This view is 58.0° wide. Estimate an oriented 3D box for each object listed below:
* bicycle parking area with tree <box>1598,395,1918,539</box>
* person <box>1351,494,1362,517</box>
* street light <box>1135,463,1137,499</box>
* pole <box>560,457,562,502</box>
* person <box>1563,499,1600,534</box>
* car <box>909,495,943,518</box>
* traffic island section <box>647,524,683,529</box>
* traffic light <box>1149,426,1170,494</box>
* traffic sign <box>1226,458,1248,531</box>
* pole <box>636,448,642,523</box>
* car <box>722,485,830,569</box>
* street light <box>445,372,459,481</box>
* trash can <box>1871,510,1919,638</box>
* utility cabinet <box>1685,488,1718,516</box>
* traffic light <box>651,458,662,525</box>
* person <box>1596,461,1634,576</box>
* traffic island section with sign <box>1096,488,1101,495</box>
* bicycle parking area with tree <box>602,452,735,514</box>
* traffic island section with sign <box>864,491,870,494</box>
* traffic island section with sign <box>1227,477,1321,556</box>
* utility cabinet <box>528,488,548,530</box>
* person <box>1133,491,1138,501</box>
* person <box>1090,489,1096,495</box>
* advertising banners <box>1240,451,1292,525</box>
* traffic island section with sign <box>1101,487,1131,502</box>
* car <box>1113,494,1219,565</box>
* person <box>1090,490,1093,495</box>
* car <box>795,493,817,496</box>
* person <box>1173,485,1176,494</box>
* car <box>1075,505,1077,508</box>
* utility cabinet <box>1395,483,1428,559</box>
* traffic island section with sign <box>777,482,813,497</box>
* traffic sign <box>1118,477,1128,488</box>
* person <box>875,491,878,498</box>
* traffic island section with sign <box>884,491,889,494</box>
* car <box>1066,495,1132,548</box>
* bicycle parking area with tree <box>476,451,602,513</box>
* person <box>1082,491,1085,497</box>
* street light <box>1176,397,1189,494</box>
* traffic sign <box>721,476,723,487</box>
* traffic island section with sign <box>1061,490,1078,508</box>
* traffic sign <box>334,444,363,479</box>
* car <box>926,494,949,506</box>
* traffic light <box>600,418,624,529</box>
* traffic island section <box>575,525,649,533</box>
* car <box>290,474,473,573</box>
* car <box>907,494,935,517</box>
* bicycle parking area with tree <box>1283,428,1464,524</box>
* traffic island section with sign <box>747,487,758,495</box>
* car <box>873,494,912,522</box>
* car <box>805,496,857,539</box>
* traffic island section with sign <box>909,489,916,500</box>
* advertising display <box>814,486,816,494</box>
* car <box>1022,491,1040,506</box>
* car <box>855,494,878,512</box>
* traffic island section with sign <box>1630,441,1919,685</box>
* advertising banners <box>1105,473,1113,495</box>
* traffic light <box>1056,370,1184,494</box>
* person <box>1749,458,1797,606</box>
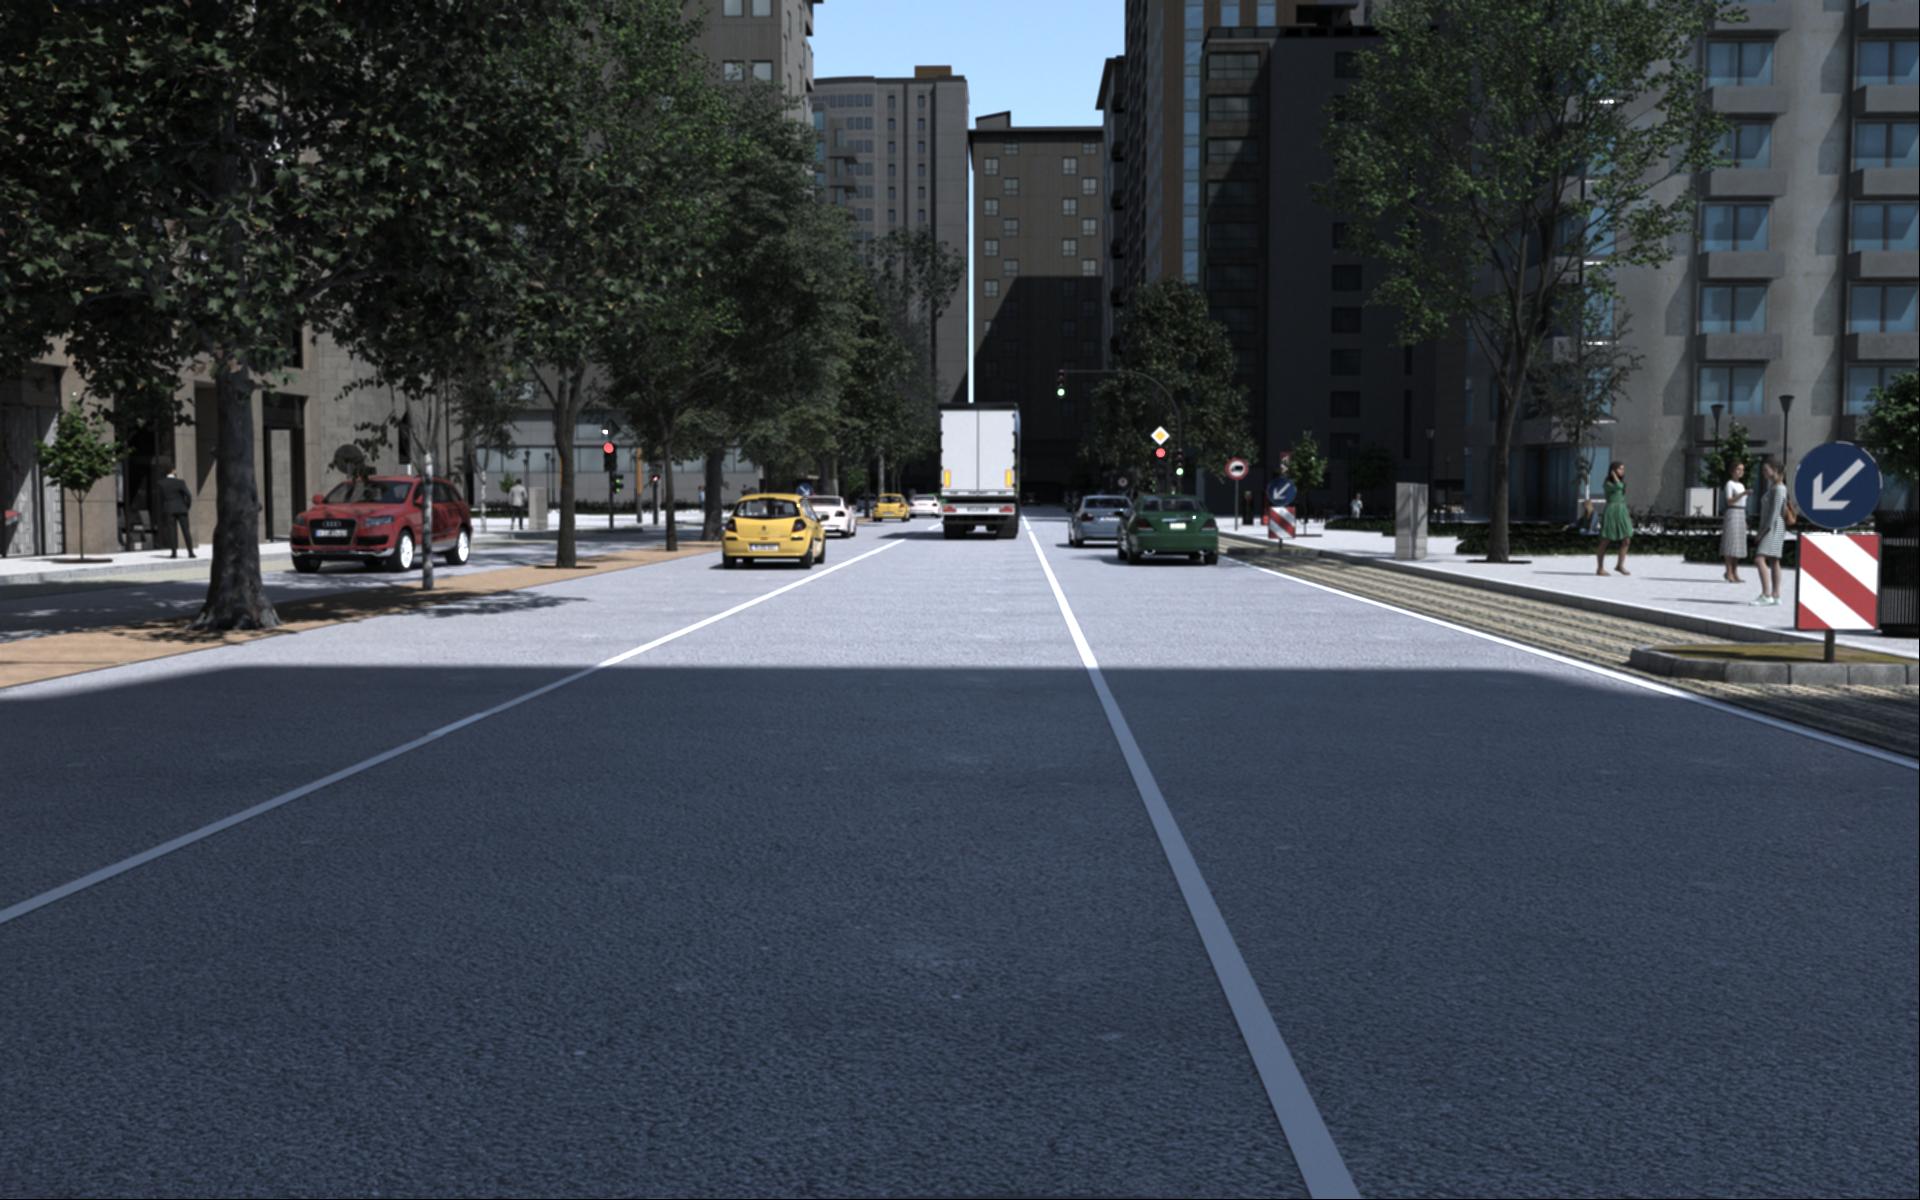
[{"bbox_3d":[24.322,-4.039,53.040,9.016,4.147,8.231,1,4,16],"label":"bicycle parking area with tree"},{"bbox_3d":[14.612,-3.274,63.851,0.425,1.301,0.394,1,4,19],"label":"person"},{"bbox_3d":[11.570,-8.636,113.992,0.468,5.910,1.993,0,4,2],"label":"street light"},{"bbox_3d":[-16.501,-4.772,71.868,0.158,3.312,0.155,0,3,0],"label":"pole"},{"bbox_3d":[15.062,-1.842,41.664,0.738,1.151,1.012,0,4,-7],"label":"person"},{"bbox_3d":[-2.070,-5.569,103.417,2.083,1.381,4.827,0,4,2],"label":"car"},{"bbox_3d":[-12.741,-3.066,72.404,2.009,0.180,2.903,0,4,2],"label":"traffic island section"},{"bbox_3d":[8.251,-5.060,71.647,0.839,4.253,0.868,0,4,2],"label":"traffic light"},{"bbox_3d":[9.711,-3.712,60.797,0.768,2.556,0.104,0,4,2],"label":"traffic sign"},{"bbox_3d":[-14.159,-5.050,76.415,0.158,3.312,0.155,0,3,0],"label":"pole"},{"bbox_3d":[-3.653,-1.483,34.475,2.015,1.641,3.980,0,4,1],"label":"car"},{"bbox_3d":[-15.335,-4.835,51.841,0.468,5.910,1.993,0,4,2],"label":"street light"},{"bbox_3d":[8.562,-0.240,15.576,0.748,1.137,0.748,0,3,0],"label":"trash can"},{"bbox_3d":[27.307,-3.372,63.804,1.173,1.500,0.318,-1,4,-13],"label":"utility cabinet"},{"bbox_3d":[-10.607,-5.968,72.239,4.771,5.953,1.251,0,4,2],"label":"traffic light"},{"bbox_3d":[10.287,-1.280,27.223,0.600,1.795,0.529,-3,5,-43],"label":"person"},{"bbox_3d":[9.870,-7.016,123.344,1.989,1.847,2.006,0,4,2],"label":"traffic island section with sign"},{"bbox_3d":[-19.402,-8.011,117.989,8.231,4.147,9.016,-1,4,-20],"label":"bicycle parking area with tree"},{"bbox_3d":[-9.308,-10.121,174.106,1.989,1.847,2.006,0,4,2],"label":"traffic island section with sign"},{"bbox_3d":[7.346,-1.967,40.783,1.989,1.847,2.006,0,4,2],"label":"traffic island section with sign"},{"bbox_3d":[-14.971,-3.232,61.522,0.318,1.500,1.173,0,4,6],"label":"utility cabinet"},{"bbox_3d":[13.876,-7.961,135.978,0.659,1.850,0.755,-2,4,-35],"label":"person"},{"bbox_3d":[14.777,-11.294,190.835,1.348,1.807,0.705,-2,4,-27],"label":"person"},{"bbox_3d":[12.541,-4.570,70.914,2.074,3.025,0.090,1,4,9],"label":"advertising banners"},{"bbox_3d":[9.046,-5.368,96.401,1.989,1.847,2.006,0,4,2],"label":"traffic island section with sign"},{"bbox_3d":[4.339,-1.509,36.477,2.131,1.459,4.920,0,4,1],"label":"car"},{"bbox_3d":[14.272,-10.958,185.920,0.721,1.743,1.217,-1,4,-8],"label":"person"},{"bbox_3d":[-8.825,-5.440,97.987,2.155,1.783,4.494,0,4,3],"label":"car"},{"bbox_3d":[12.642,-5.838,101.678,0.466,1.800,0.511,-1,4,-15],"label":"person"},{"bbox_3d":[5.811,-3.665,72.510,1.945,1.354,3.894,0,4,0],"label":"car"},{"bbox_3d":[8.926,-1.559,34.174,0.318,1.500,1.173,2,4,31],"label":"utility cabinet"},{"bbox_3d":[-6.352,-3.898,71.865,2.006,1.907,1.989,0,4,2],"label":"traffic island section with sign"},{"bbox_3d":[11.941,-7.761,126.993,0.768,2.556,0.104,0,4,6],"label":"traffic sign"},{"bbox_3d":[-10.532,-13.084,220.773,0.445,1.727,0.742,1,4,21],"label":"person"},{"bbox_3d":[-8.496,-11.769,201.049,1.989,1.847,2.006,0,4,2],"label":"traffic island section with sign"},{"bbox_3d":[3.924,-2.166,47.420,2.014,1.417,4.499,0,4,1],"label":"car"},{"bbox_3d":[-28.834,-8.072,118.975,9.016,4.147,8.231,1,4,14],"label":"bicycle parking area with tree"},{"bbox_3d":[14.566,-12.038,204.331,0.415,1.643,0.593,2,4,23],"label":"person"},{"bbox_3d":[10.620,-6.729,82.805,0.468,5.910,1.993,0,4,2],"label":"street light"},{"bbox_3d":[-13.786,-5.904,98.654,0.606,2.300,0.079,0,4,3],"label":"traffic sign"},{"bbox_3d":[11.403,-10.082,173.467,1.989,1.847,2.006,0,4,2],"label":"traffic island section with sign"},{"bbox_3d":[-15.630,-2.703,44.294,0.768,2.556,0.104,0,4,2],"label":"traffic sign"},{"bbox_3d":[-1.662,-6.746,119.097,1.959,1.807,4.718,0,4,2],"label":"car"},{"bbox_3d":[-12.944,-4.610,64.286,0.839,4.253,0.868,0,4,2],"label":"traffic light"},{"bbox_3d":[-12.984,-2.577,64.422,2.009,0.180,2.903,0,4,2],"label":"traffic island section"},{"bbox_3d":[-11.020,-1.504,33.268,2.281,1.827,5.304,0,4,3],"label":"car"},{"bbox_3d":[-2.471,-6.047,110.872,2.014,1.417,4.499,0,4,1],"label":"car"},{"bbox_3d":[17.689,-5.392,75.156,8.231,4.147,9.016,1,4,21],"label":"bicycle parking area with tree"},{"bbox_3d":[-11.651,-5.412,97.112,1.989,1.847,2.006,0,4,2],"label":"traffic island section with sign"},{"bbox_3d":[-3.525,-4.857,89.629,2.015,1.641,3.980,0,4,3],"label":"car"},{"bbox_3d":[-4.467,-2.740,57.165,2.083,1.381,4.827,0,4,0],"label":"car"},{"bbox_3d":[-4.073,-8.491,146.970,2.006,1.907,1.989,0,4,2],"label":"traffic island section with sign"},{"bbox_3d":[-12.240,-8.645,146.554,0.123,1.923,0.974,-1,4,-8],"label":"advertising display"},{"bbox_3d":[8.685,-12.366,210.850,2.281,1.827,5.304,0,3,0],"label":"car"},{"bbox_3d":[-7.456,-7.858,140.476,2.014,1.417,4.499,0,4,1],"label":"car"},{"bbox_3d":[6.528,-0.319,13.840,1.989,1.847,2.006,0,4,2],"label":"traffic island section with sign"},{"bbox_3d":[12.396,-9.042,144.021,0.090,3.025,2.074,-1,4,-11],"label":"advertising banners"},{"bbox_3d":[5.914,-5.439,63.588,4.771,5.953,1.251,0,4,2],"label":"traffic light"},{"bbox_3d":[9.390,-0.794,20.027,0.522,1.701,0.512,1,4,14],"label":"person"}]
